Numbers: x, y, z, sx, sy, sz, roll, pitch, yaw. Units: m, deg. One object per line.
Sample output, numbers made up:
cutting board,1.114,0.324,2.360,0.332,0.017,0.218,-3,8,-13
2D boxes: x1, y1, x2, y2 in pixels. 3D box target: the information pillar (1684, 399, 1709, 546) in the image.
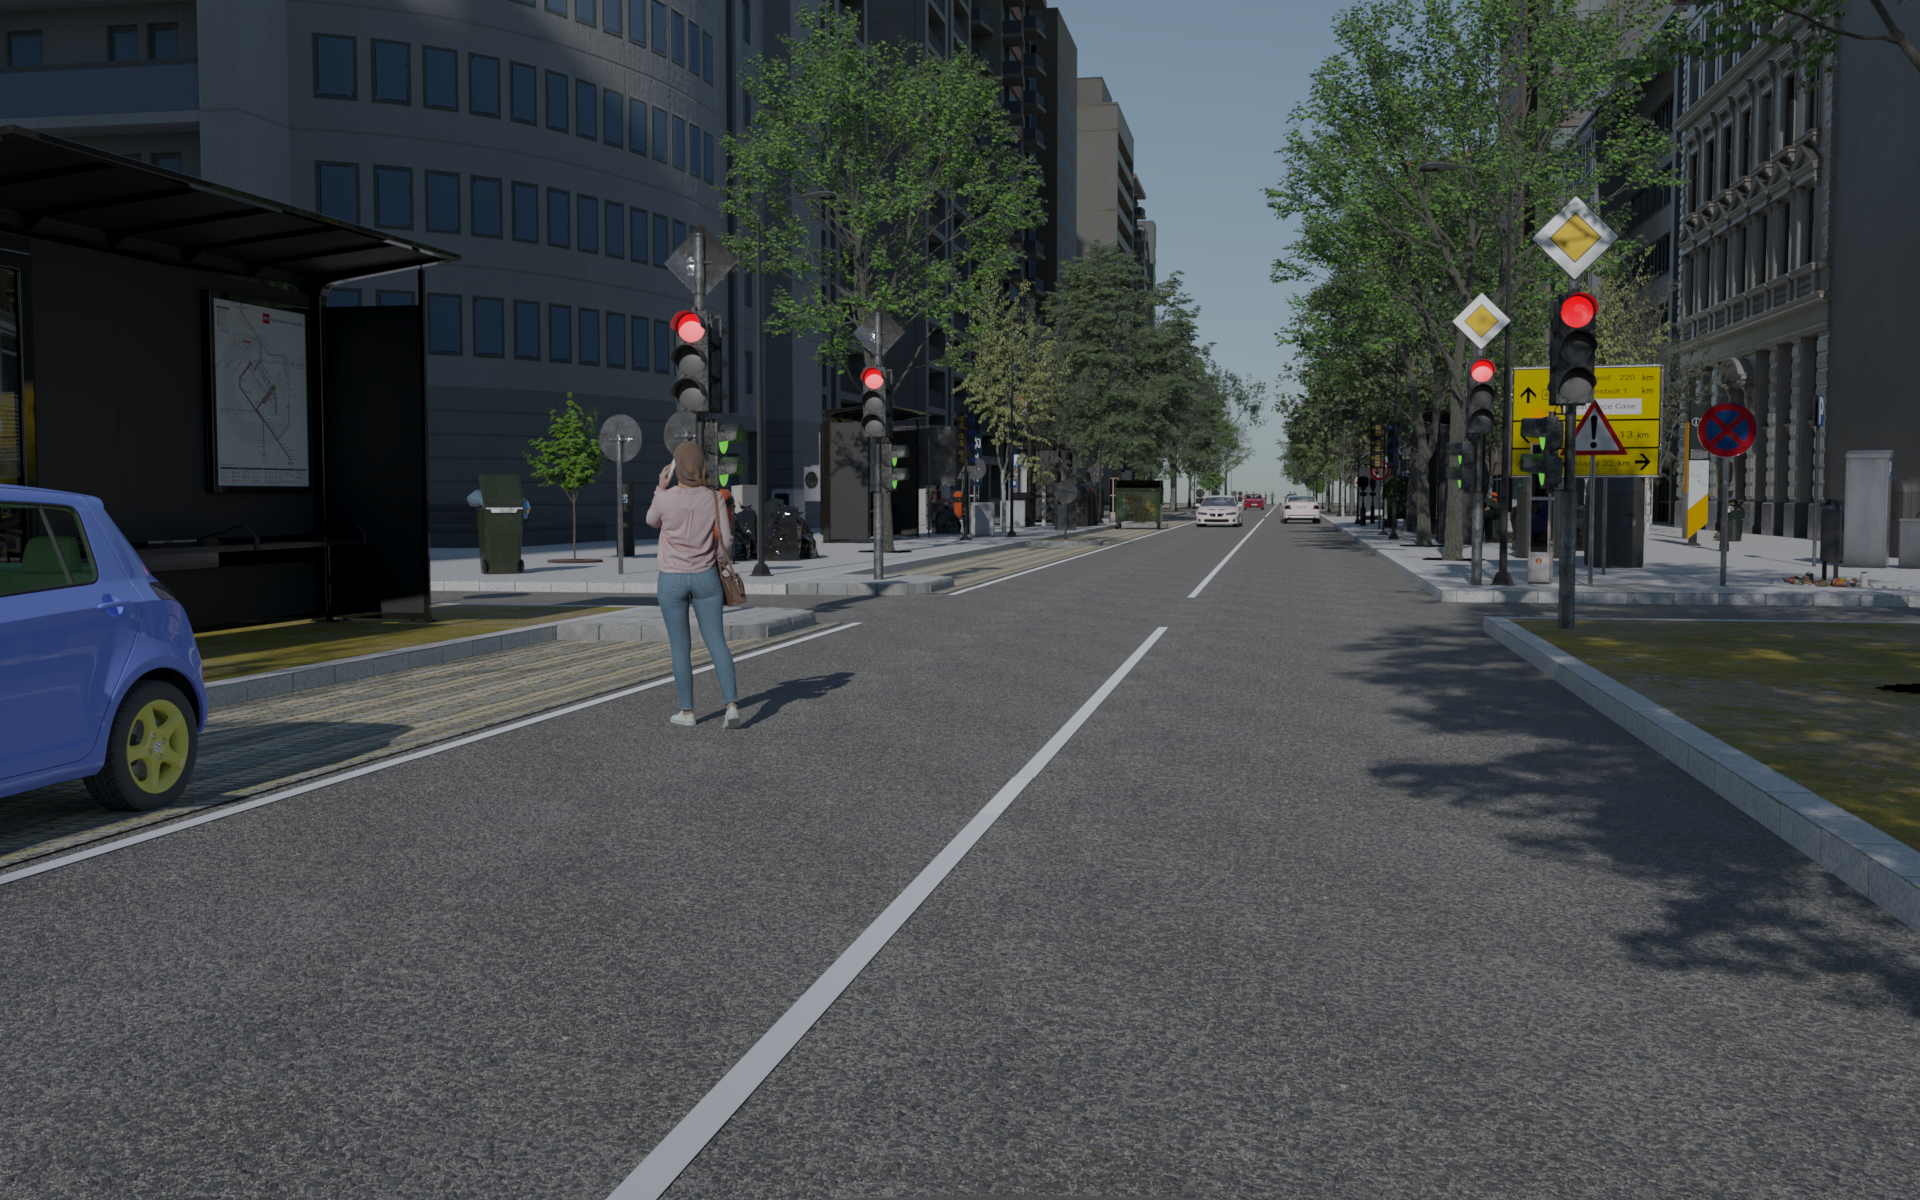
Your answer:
information pillar,18.231,-3.146,42.800,0.504,3.616,0.183,0,4,3

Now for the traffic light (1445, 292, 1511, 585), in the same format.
traffic light,7.261,-2.164,24.301,0.839,4.253,0.868,1,4,11

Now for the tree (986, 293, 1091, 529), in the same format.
tree,3.021,-6.882,62.885,4.360,8.622,3.978,0,3,0

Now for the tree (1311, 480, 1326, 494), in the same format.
tree,50.993,-15.535,248.600,1.663,3.219,1.824,0,3,0

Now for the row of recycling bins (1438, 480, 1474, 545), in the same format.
row of recycling bins,12.990,-2.333,45.262,1.069,1.692,3.534,1,4,13

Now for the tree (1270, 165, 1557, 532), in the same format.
tree,15.489,-8.668,58.725,9.611,12.733,9.660,0,3,0

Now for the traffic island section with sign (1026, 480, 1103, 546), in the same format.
traffic island section with sign,2.952,-2.420,48.197,1.989,1.847,2.006,1,4,11

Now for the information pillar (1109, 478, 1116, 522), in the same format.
information pillar,6.953,-4.518,78.355,0.304,2.012,0.304,-2,4,-33

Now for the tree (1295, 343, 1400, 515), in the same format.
tree,24.682,-11.541,106.819,7.486,12.596,7.792,0,3,0

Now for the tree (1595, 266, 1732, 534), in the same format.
tree,22.263,-6.437,55.603,4.360,8.622,3.978,0,3,0

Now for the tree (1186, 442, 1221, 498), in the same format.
tree,23.960,-13.685,174.115,4.360,8.622,3.978,0,3,0

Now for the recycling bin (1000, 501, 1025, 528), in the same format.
recycling bin,2.006,-3.267,65.968,0.722,1.027,0.722,-2,4,-28

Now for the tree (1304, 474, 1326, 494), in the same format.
tree,49.486,-15.755,241.300,4.285,4.588,4.351,0,3,0

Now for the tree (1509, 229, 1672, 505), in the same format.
tree,17.730,-6.014,48.687,4.737,8.622,4.395,0,3,0

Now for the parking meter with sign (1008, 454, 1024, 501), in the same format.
parking meter with sign,2.335,-4.800,74.745,0.543,3.016,1.738,1,4,15

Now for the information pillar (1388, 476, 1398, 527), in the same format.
information pillar,17.100,-3.911,68.434,0.304,2.012,0.304,3,5,43

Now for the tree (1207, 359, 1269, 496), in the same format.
tree,37.191,-23.618,242.039,12.611,20.169,13.585,0,3,0

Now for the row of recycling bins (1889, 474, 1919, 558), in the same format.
row of recycling bins,19.628,-1.777,36.170,1.069,1.692,3.534,1,4,23

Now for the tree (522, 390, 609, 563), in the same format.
tree,-7.376,-2.315,32.448,1.663,3.219,1.824,0,3,0

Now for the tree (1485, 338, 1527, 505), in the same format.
tree,20.649,-7.161,67.450,4.360,8.622,3.978,0,3,0

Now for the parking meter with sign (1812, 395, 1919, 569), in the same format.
parking meter with sign,15.790,-2.069,30.087,1.738,3.016,0.543,2,4,35

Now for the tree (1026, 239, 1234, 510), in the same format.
tree,7.835,-10.964,85.911,9.857,13.997,8.962,0,3,0

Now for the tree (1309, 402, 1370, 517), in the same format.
tree,21.344,-8.858,95.189,4.360,8.622,3.978,0,3,0

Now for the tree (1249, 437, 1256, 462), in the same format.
tree,33.327,-19.237,224.893,12.009,13.543,11.850,0,3,0

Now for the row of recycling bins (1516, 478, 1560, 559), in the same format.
row of recycling bins,12.073,-1.760,35.893,1.069,1.692,3.534,1,4,19

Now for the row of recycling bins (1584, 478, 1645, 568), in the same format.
row of recycling bins,11.900,-1.494,31.538,1.069,1.692,3.534,1,4,20

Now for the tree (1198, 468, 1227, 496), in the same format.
tree,28.164,-12.846,193.740,4.285,4.588,4.351,0,3,0

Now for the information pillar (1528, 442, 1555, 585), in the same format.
information pillar,8.273,-1.232,24.637,0.304,2.012,0.304,2,4,29

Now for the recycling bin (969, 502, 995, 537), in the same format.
recycling bin,0.667,-2.450,52.616,0.722,1.027,0.722,0,4,-4

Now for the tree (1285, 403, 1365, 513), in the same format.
tree,29.838,-12.528,139.243,8.767,10.594,7.601,2,4,33

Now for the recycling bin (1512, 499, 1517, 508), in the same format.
recycling bin,26.353,-4.191,81.084,0.722,1.027,0.722,-1,4,-15

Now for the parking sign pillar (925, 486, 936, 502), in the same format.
parking sign pillar,-1.264,-5.225,73.899,1.447,3.967,1.447,0,4,-5

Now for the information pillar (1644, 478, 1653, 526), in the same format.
information pillar,27.602,-3.973,69.447,0.304,2.012,0.304,1,4,19

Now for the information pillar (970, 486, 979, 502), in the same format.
information pillar,0.547,-3.948,69.039,0.304,2.012,0.304,3,4,36

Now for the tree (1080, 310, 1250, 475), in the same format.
tree,12.337,-12.468,114.218,12.009,13.543,11.850,0,3,0

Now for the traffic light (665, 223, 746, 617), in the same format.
traffic light,-2.685,-1.780,18.029,0.839,4.253,0.868,1,4,11

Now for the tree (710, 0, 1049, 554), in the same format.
tree,-1.796,-6.844,37.651,9.928,11.665,9.643,0,3,0

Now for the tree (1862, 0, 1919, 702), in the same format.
tree,6.570,-5.183,10.492,9.928,11.665,9.643,0,3,0

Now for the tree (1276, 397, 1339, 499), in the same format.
tree,44.317,-18.955,216.575,9.857,13.997,8.962,0,3,0

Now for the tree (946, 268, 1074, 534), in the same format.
tree,1.464,-6.434,55.561,4.737,8.622,4.395,0,3,0

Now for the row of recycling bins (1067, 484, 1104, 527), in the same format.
row of recycling bins,4.842,-3.803,69.285,1.069,1.692,3.534,1,4,13

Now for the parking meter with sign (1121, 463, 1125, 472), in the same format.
parking meter with sign,9.075,-6.126,96.424,0.543,3.016,1.738,1,4,18

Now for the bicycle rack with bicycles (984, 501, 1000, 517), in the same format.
bicycle rack with bicycles,2.117,-4.796,91.789,2.852,0.926,2.925,-1,4,-20

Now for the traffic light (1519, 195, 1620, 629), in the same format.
traffic light,5.780,-1.684,16.454,0.839,4.253,0.868,1,4,11

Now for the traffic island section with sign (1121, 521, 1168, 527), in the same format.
traffic island section with sign,8.005,-4.061,75.017,1.989,1.847,2.006,1,4,11

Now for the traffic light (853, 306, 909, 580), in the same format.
traffic light,-1.205,-2.260,25.876,0.839,4.253,0.868,1,4,11
